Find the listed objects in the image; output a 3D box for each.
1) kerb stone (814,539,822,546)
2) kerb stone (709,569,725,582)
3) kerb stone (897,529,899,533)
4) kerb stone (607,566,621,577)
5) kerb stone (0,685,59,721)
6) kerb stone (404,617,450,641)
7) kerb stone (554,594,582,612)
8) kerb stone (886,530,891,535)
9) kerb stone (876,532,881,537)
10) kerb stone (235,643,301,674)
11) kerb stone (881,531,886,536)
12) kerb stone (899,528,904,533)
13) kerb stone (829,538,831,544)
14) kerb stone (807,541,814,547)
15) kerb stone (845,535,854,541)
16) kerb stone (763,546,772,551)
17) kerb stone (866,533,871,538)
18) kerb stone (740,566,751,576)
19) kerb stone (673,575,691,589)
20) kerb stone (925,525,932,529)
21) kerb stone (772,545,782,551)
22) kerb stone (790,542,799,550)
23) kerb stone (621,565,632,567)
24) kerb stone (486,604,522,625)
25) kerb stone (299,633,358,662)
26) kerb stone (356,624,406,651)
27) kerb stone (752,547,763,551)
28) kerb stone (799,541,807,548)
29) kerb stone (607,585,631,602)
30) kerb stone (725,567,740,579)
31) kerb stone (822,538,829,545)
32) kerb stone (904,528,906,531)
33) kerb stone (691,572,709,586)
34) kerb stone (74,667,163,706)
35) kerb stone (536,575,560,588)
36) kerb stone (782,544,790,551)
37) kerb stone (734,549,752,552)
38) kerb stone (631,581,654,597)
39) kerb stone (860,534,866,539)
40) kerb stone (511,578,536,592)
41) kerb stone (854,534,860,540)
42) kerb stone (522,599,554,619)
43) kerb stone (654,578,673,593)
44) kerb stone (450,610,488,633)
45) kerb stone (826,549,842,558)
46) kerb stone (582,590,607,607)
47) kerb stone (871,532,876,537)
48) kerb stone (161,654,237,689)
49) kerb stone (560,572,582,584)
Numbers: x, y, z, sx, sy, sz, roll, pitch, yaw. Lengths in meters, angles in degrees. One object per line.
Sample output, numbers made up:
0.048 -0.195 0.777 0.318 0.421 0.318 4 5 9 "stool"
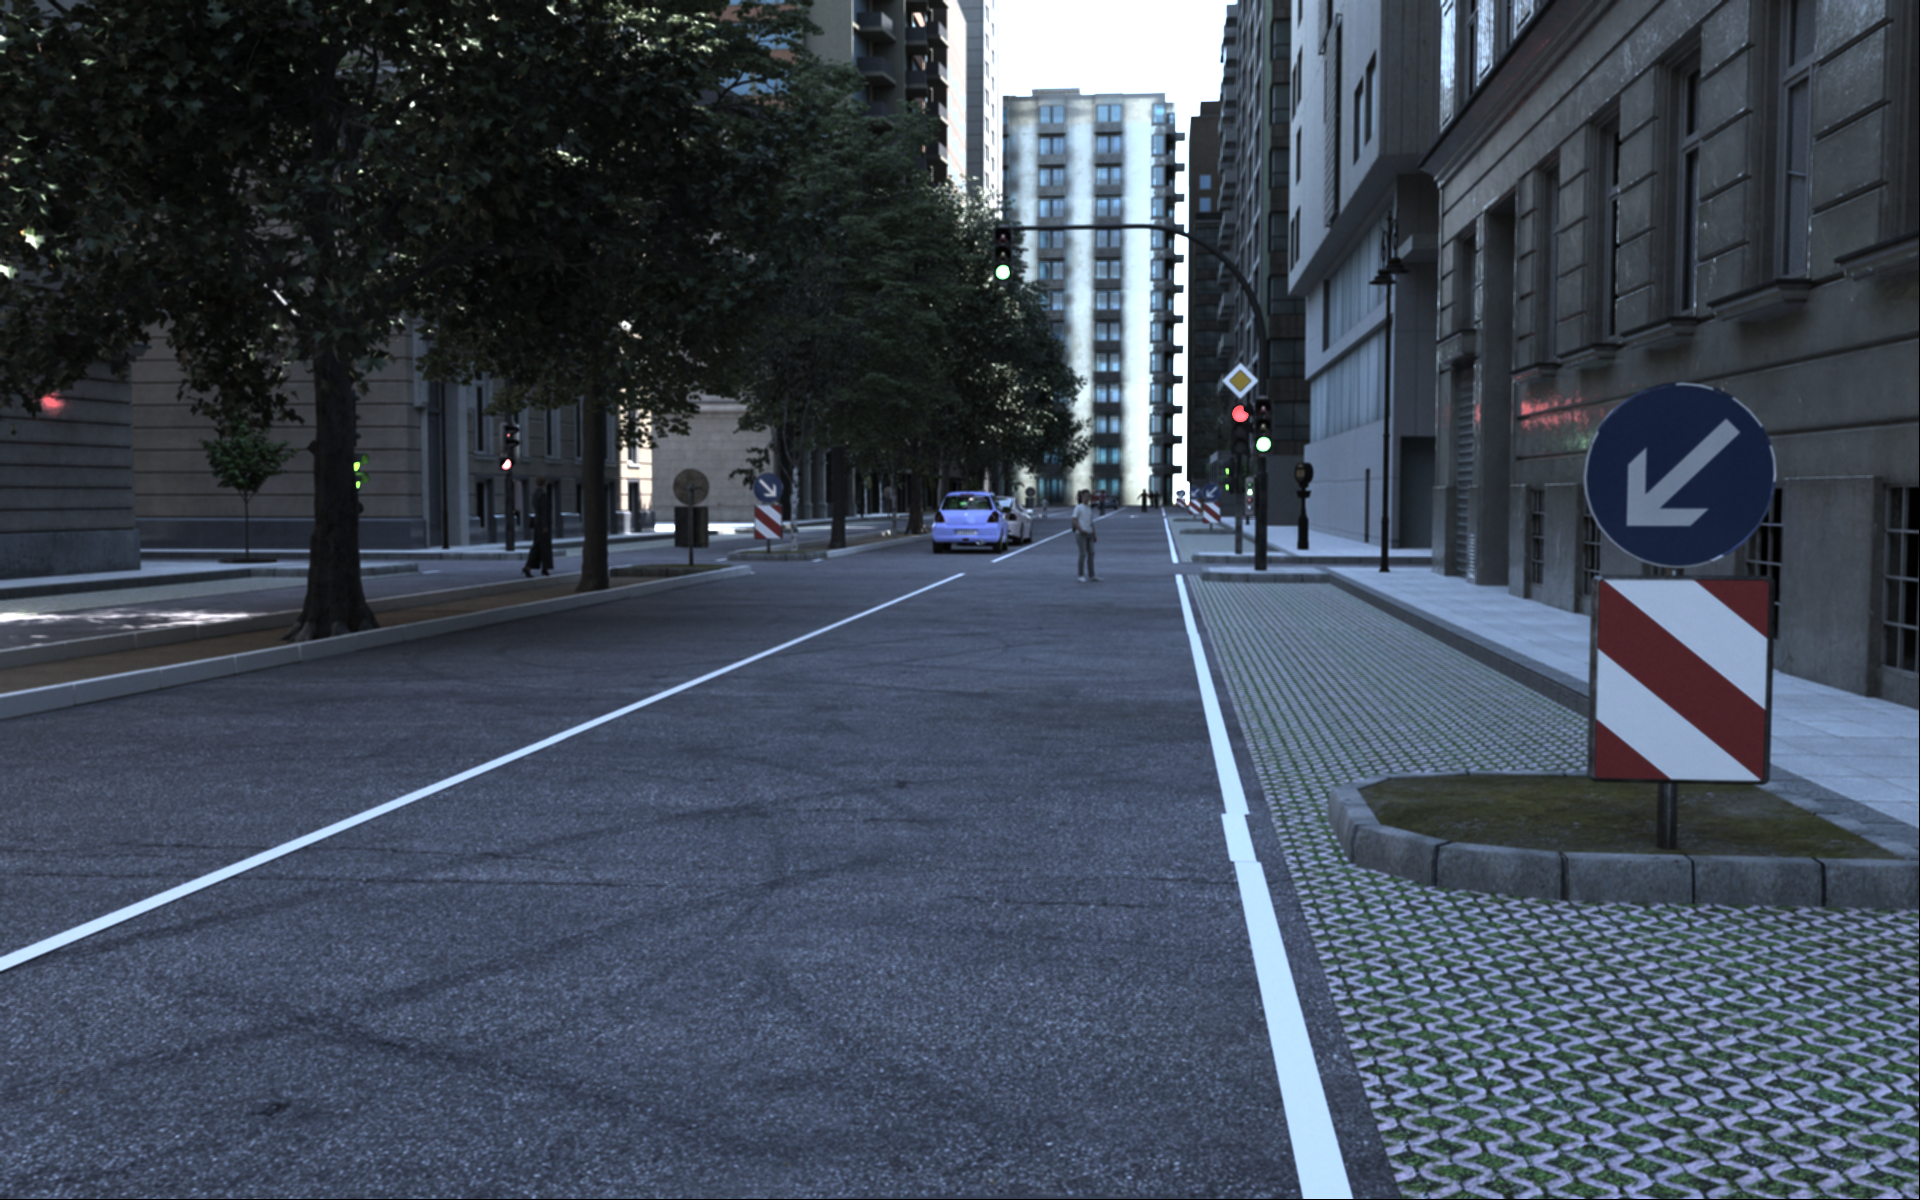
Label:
-4.027 -1.551 47.588 0.120 0.150 1.000 0 4 7 "kerb stone"
-4.102 -0.386 28.513 0.120 0.150 1.000 0 4 7 "kerb stone"
-2.390 -2.425 61.838 0.120 0.150 1.000 0 4 7 "kerb stone"
-6.078 -0.460 29.711 0.120 0.150 1.000 0 4 7 "kerb stone"
-6.092 0.675 11.181 0.120 0.150 1.000 0 4 7 "kerb stone"
-5.386 0.299 17.306 0.120 0.150 1.000 0 4 7 "kerb stone"
-4.923 0.052 21.380 0.120 0.150 1.000 0 4 7 "kerb stone"
-2.616 -2.297 59.802 0.120 0.150 1.000 0 4 7 "kerb stone"
-2.859 -2.175 57.765 0.120 0.150 1.000 0 4 7 "kerb stone"
-5.744 0.492 14.242 0.120 0.150 1.000 0 4 7 "kerb stone"
-2.732 -2.238 58.786 0.120 0.150 1.000 0 4 7 "kerb stone"
-2.274 -2.481 62.856 0.120 0.150 1.000 0 4 7 "kerb stone"
-3.792 -1.677 49.620 0.120 0.150 1.000 0 4 7 "kerb stone"
-4.146 -1.489 46.573 0.120 0.150 1.000 0 4 7 "kerb stone"
-3.443 -1.864 52.677 0.120 0.150 1.000 0 4 7 "kerb stone"
-4.726 -1.179 41.474 0.120 0.150 1.000 0 4 7 "kerb stone"
-3.086 -2.051 55.733 0.120 0.150 1.000 0 4 7 "kerb stone"
-3.865 -0.509 30.553 0.120 0.150 1.000 0 4 7 "kerb stone"
-4.340 -0.262 26.475 0.120 0.150 1.000 0 4 7 "kerb stone"
-1.216 -3.047 72.027 0.120 0.150 1.000 0 4 7 "kerb stone"
-4.609 -1.239 42.493 0.120 0.150 1.000 0 4 7 "kerb stone"
-4.372 -1.363 44.538 0.120 0.150 1.000 0 4 7 "kerb stone"
-5.965 -0.520 30.727 0.120 0.150 1.000 0 4 7 "kerb stone"
-5.158 0.175 19.342 0.120 0.150 1.000 0 4 7 "kerb stone"
-5.619 0.427 15.263 0.120 0.150 1.000 0 4 7 "kerb stone"
-5.507 0.362 16.285 0.120 0.150 1.000 0 4 7 "kerb stone"
-4.843 -1.114 40.453 0.120 0.150 1.000 0 4 7 "kerb stone"
-4.259 -1.429 45.557 0.120 0.150 1.000 0 4 7 "kerb stone"
-4.690 -0.070 23.418 0.120 0.150 1.000 0 4 7 "kerb stone"
-3.982 -0.449 29.532 0.120 0.150 1.000 0 4 7 "kerb stone"
-3.910 -1.614 48.604 0.120 0.150 1.000 0 4 7 "kerb stone"
-2.148 -2.549 63.874 0.120 0.150 1.000 0 4 7 "kerb stone"
-4.218 -0.324 27.498 0.120 0.150 1.000 0 4 7 "kerb stone"
-5.980 0.614 12.207 0.120 0.150 1.000 0 4 7 "kerb stone"
-6.429 -0.272 26.659 0.120 0.150 1.000 0 4 7 "kerb stone"
-4.493 -1.304 43.513 0.120 0.150 1.000 0 4 7 "kerb stone"
-4.961 -1.054 39.434 0.120 0.150 1.000 0 4 7 "kerb stone"
-4.566 -0.137 24.443 0.120 0.150 1.000 0 4 7 "kerb stone"
-3.201 -1.987 54.717 0.120 0.150 1.000 0 4 7 "kerb stone"
-6.547 -0.211 25.644 0.120 0.150 1.000 0 4 7 "kerb stone"
-3.322 -1.926 53.697 0.120 0.150 1.000 0 4 7 "kerb stone"
-5.036 0.114 20.365 0.120 0.150 1.000 0 4 7 "kerb stone"
-4.451 -0.198 25.459 0.120 0.150 1.000 0 4 7 "kerb stone"
-5.275 0.241 18.327 0.120 0.150 1.000 0 4 7 "kerb stone"
-2.882 -1.039 39.195 0.120 0.150 1.000 0 4 7 "kerb stone"
-4.809 -0.012 22.397 0.120 0.150 1.000 0 4 7 "kerb stone"
-2.965 -2.113 56.748 0.120 0.150 1.000 0 4 7 "kerb stone"
-5.863 0.554 13.222 0.120 0.150 1.000 0 4 7 "kerb stone"
-6.311 -0.335 27.675 0.120 0.150 1.000 0 4 7 "kerb stone"
